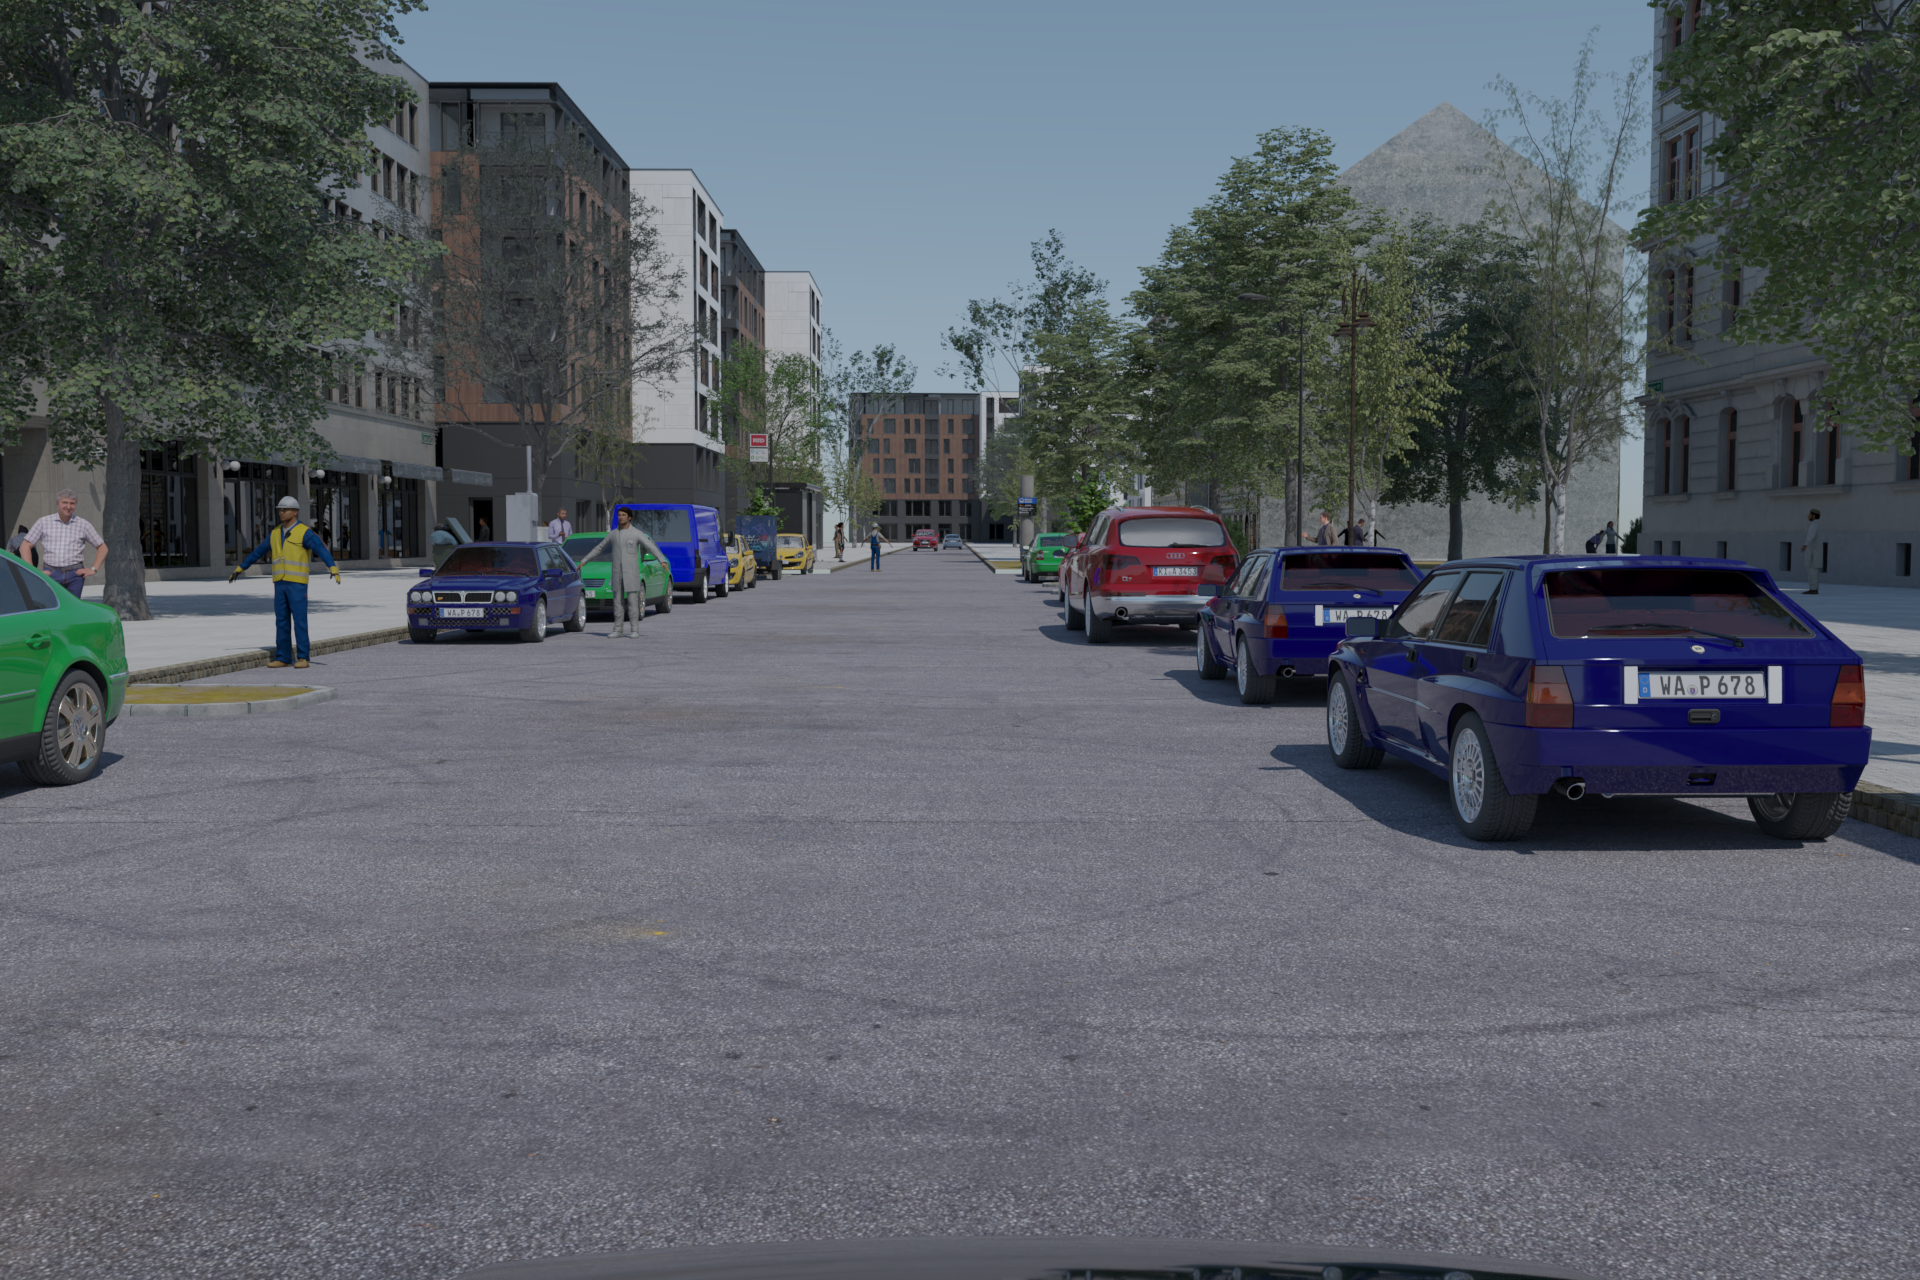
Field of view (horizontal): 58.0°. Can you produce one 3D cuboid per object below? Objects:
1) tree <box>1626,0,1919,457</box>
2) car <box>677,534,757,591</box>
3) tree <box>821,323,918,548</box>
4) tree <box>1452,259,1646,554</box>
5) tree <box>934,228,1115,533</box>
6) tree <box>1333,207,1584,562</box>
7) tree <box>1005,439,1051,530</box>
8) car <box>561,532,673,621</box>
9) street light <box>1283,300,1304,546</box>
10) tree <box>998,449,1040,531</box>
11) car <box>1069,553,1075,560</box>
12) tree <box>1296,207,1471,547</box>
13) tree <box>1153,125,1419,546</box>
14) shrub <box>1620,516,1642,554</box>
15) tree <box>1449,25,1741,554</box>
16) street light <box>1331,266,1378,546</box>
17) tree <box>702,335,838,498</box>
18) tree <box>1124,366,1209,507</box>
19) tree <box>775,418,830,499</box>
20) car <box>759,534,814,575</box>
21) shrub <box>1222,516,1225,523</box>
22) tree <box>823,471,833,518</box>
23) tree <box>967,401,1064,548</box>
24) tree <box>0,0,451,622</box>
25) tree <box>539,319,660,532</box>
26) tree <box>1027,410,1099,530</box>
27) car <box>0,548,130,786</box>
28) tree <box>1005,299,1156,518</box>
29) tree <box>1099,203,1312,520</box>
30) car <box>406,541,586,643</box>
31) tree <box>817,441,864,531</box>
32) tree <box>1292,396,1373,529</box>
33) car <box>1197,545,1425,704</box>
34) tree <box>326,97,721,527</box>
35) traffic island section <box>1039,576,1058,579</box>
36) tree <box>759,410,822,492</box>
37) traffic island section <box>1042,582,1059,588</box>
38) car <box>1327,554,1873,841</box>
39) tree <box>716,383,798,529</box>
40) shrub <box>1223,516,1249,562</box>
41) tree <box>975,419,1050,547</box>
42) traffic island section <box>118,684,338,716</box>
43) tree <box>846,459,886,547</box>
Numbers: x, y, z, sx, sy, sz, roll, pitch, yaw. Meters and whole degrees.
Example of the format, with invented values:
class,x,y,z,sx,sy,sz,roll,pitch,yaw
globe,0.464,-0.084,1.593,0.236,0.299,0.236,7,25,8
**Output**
class,x,y,z,sx,sy,sz,roll,pitch,yaw
tree,9.242,-5.904,14.658,7.486,12.596,7.792,0,3,0
car,-6.262,-2.098,44.527,2.015,1.641,3.980,0,3,0
tree,-11.004,-18.432,157.256,12.611,20.169,13.585,0,3,0
tree,26.412,-10.210,77.311,12.009,13.543,11.850,0,3,0
tree,4.722,-15.549,110.117,12.611,20.169,13.585,0,3,0
tree,19.113,-9.794,66.793,9.857,13.997,8.962,0,3,0
tree,5.578,-11.240,134.139,4.737,8.622,4.395,0,3,0
car,-6.115,-1.293,29.935,1.959,1.807,4.718,0,4,0
street light,7.149,-3.735,33.610,1.470,5.913,1.316,0,4,-1
tree,5.506,-11.857,144.222,4.737,8.622,4.395,0,3,0
car,2.965,-1.241,29.326,2.155,1.783,4.494,0,4,-1
tree,9.597,-5.486,40.066,4.737,8.622,4.395,0,3,0
tree,9.002,-8.012,49.121,7.486,12.596,7.792,0,3,0
shrub,26.841,-3.906,68.285,1.690,2.028,1.600,0,3,0
tree,8.880,-4.627,26.018,4.360,8.622,3.978,0,3,0
street light,6.833,-3.510,30.169,0.468,5.910,1.993,0,4,0
tree,-10.050,-10.140,91.550,9.928,11.665,9.643,0,3,0
tree,9.655,-7.543,73.692,4.360,8.622,3.978,0,3,0
tree,-9.987,-9.702,108.982,4.737,8.622,4.395,0,3,0
car,-6.239,-3.180,62.217,2.015,1.641,3.980,0,4,0
shrub,10.449,-3.952,69.036,1.690,2.028,1.600,0,3,0
tree,-22.360,-20.669,256.061,7.486,12.596,7.792,0,3,0
tree,5.688,-15.102,157.295,12.009,13.543,11.850,0,3,0
tree,-12.401,-7.265,25.440,9.857,13.997,8.962,0,3,0
tree,-11.851,-6.636,58.867,4.360,8.622,3.978,0,3,0
tree,6.372,-8.927,96.326,4.360,8.622,3.978,0,3,0
car,-5.924,0.015,8.551,1.959,1.807,4.718,0,4,0
tree,6.070,-10.107,83.375,7.486,12.596,7.792,0,3,0
tree,8.533,-8.683,60.099,7.486,12.596,7.792,0,3,0
car,-6.377,-0.702,24.059,1.945,1.354,3.894,0,4,0
tree,-9.254,-11.363,136.142,4.737,8.622,4.395,0,3,0
tree,16.952,-7.928,79.979,4.360,8.622,3.978,0,3,0
car,3.224,-0.204,15.908,1.945,1.354,3.894,0,3,0
tree,-11.895,-8.454,48.591,12.009,13.543,11.850,0,3,0
traffic island section,3.166,-2.015,55.807,1.991,0.108,1.994,0,4,-1
tree,-9.908,-9.188,100.588,4.360,8.622,3.978,0,3,0
traffic island section,3.252,-1.492,47.254,1.991,0.108,1.994,0,4,0
car,3.193,0.192,9.440,1.945,1.354,3.894,0,4,-2
tree,-9.642,-8.173,83.984,4.360,8.622,3.978,0,3,0
shrub,10.290,-3.781,66.241,1.690,2.028,1.600,0,3,0
tree,4.933,-15.332,168.798,7.486,12.596,7.792,0,3,0
traffic island section,-6.410,0.506,14.593,1.991,0.108,1.994,0,4,0
tree,-9.259,-13.342,168.506,4.737,8.622,4.395,0,3,0
